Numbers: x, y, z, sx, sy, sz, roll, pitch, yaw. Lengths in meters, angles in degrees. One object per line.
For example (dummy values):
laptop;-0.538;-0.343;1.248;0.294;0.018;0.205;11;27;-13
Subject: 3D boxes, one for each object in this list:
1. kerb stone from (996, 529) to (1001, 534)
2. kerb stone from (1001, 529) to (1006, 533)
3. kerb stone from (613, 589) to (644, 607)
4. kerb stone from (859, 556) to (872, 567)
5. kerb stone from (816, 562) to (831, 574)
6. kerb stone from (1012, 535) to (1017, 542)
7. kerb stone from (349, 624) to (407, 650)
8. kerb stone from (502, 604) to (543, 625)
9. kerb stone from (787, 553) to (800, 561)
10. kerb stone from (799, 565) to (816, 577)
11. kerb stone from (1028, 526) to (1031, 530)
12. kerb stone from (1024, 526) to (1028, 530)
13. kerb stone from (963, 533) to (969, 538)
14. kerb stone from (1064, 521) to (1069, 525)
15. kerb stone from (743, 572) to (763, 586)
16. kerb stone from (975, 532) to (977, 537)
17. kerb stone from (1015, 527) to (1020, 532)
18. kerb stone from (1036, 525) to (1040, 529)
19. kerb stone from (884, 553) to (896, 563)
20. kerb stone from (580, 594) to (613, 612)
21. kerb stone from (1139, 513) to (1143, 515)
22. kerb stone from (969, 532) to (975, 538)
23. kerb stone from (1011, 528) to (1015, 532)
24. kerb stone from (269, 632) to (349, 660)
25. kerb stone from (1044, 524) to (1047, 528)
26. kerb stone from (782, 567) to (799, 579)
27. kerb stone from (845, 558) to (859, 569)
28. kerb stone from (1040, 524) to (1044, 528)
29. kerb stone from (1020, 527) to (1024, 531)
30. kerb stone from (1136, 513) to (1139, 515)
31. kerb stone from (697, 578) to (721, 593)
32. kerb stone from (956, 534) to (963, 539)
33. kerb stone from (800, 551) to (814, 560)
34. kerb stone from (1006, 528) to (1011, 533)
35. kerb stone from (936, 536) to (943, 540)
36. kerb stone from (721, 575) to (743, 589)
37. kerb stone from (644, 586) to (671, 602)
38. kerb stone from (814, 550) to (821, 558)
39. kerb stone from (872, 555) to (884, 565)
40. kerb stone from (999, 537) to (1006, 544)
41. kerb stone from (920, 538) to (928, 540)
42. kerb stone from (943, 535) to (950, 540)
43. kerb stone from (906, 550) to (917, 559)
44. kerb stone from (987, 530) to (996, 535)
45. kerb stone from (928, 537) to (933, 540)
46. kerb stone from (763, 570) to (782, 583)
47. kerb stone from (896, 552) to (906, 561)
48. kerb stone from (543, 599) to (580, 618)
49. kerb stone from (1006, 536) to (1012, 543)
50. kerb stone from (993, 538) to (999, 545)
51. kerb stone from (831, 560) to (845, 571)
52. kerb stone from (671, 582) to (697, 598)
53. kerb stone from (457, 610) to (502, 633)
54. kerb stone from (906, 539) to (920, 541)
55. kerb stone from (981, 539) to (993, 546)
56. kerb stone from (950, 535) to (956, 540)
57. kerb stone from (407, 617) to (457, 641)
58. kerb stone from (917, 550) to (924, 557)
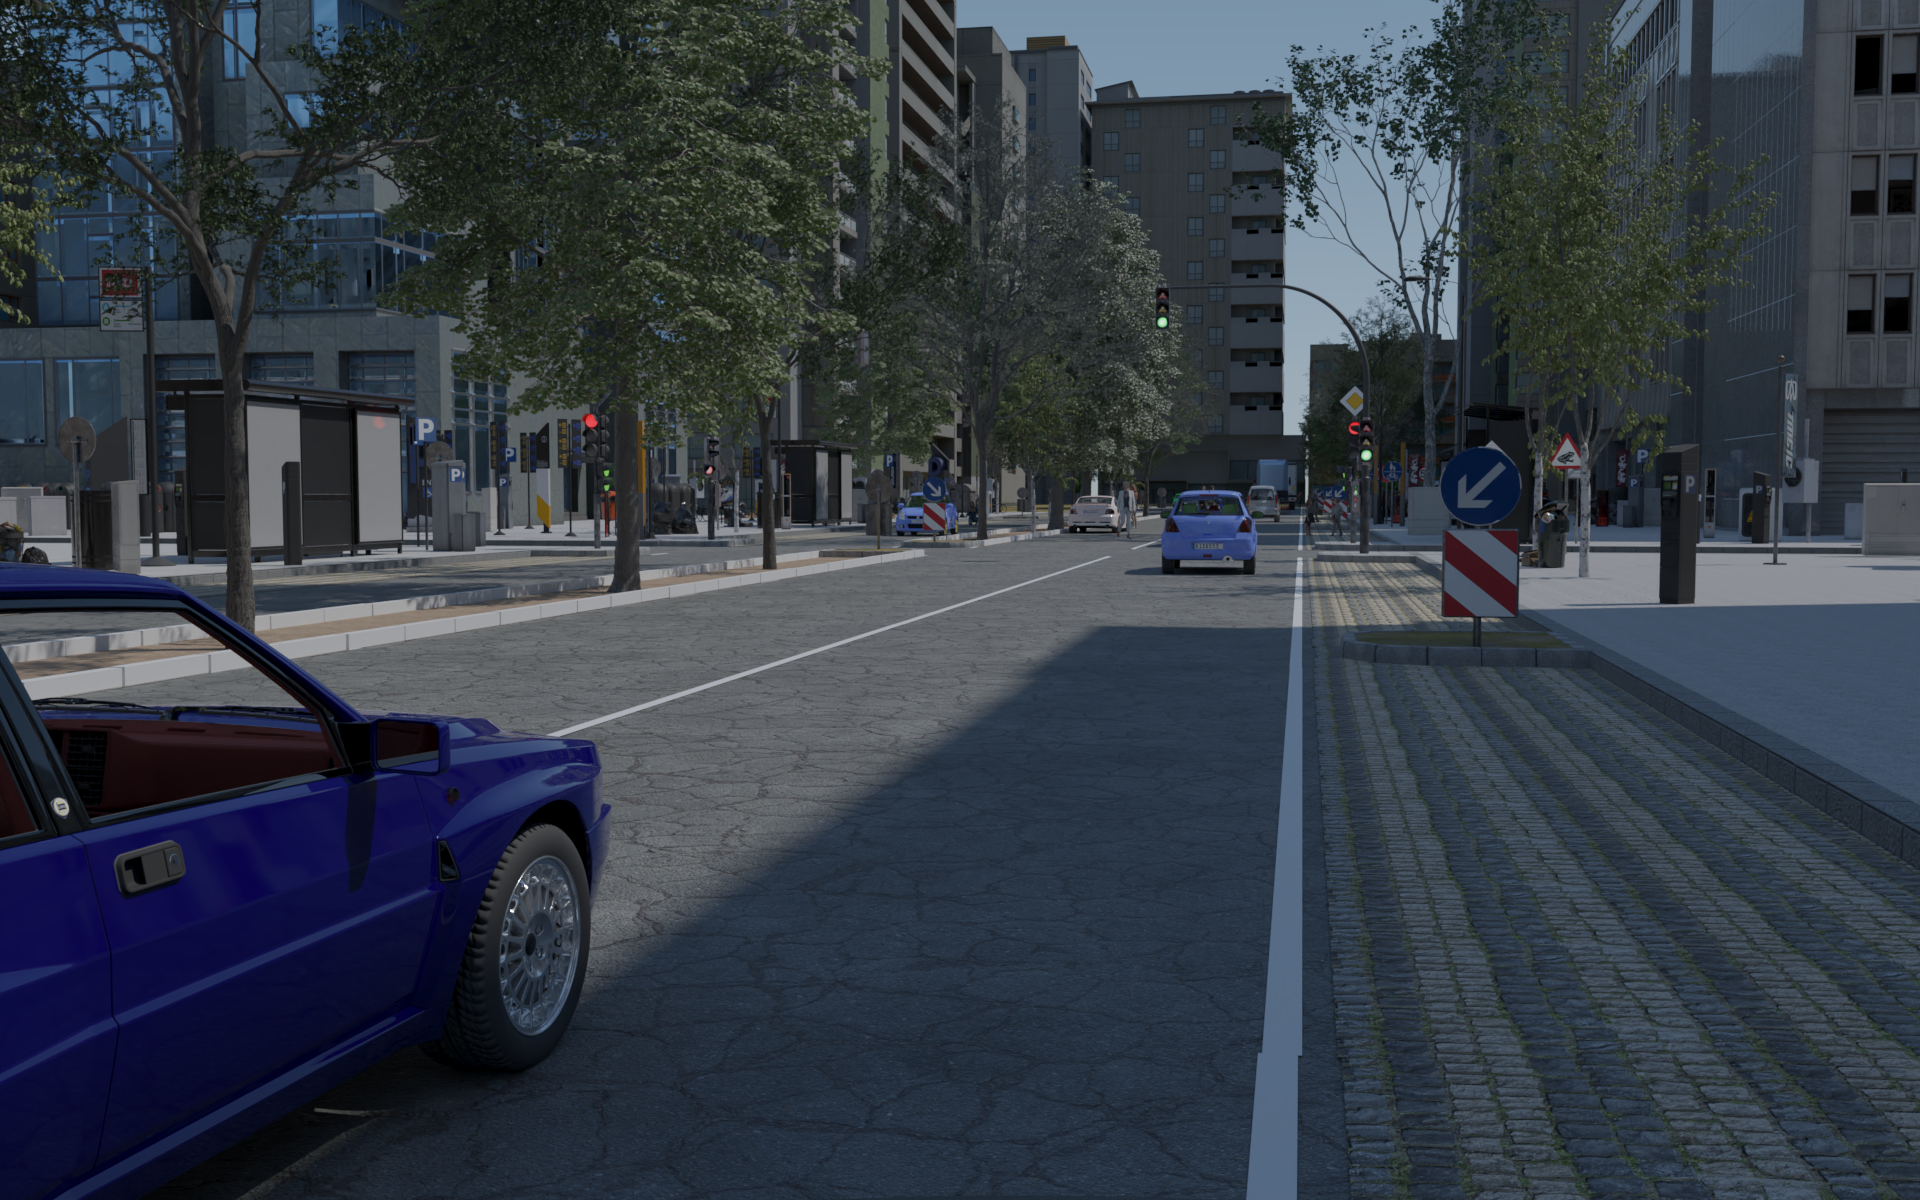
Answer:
kerb stone;1.237;-2.402;61.577;0.120;0.150;1.000;1;4;11
kerb stone;1.431;-2.470;62.581;0.120;0.150;1.000;1;4;11
kerb stone;-4.366;-0.012;22.394;0.120;0.150;1.000;1;4;11
kerb stone;-1.988;-0.749;34.452;0.120;0.150;1.000;1;4;11
kerb stone;-2.582;-0.559;31.434;0.120;0.150;1.000;1;4;11
kerb stone;1.504;-1.829;52.118;0.120;0.150;1.000;1;4;11
kerb stone;-5.555;0.357;16.357;0.120;0.150;1.000;1;4;11
kerb stone;-4.963;0.173;19.369;0.120;0.150;1.000;1;4;11
kerb stone;-3.651;-0.896;36.847;0.120;0.150;1.000;1;4;11
kerb stone;-2.779;-0.496;30.429;0.120;0.150;1.000;1;4;11
kerb stone;2.627;-2.839;68.615;0.120;0.150;1.000;1;4;11
kerb stone;2.433;-2.778;67.611;0.120;0.150;1.000;1;4;11
kerb stone;0.047;-2.038;55.556;0.120;0.150;1.000;1;4;11
kerb stone;5.010;-3.578;80.688;0.120;0.150;1.000;1;4;11
kerb stone;-3.373;-0.320;27.420;0.120;0.150;1.000;1;4;11
kerb stone;0.439;-2.163;57.563;0.120;0.150;1.000;1;4;11
kerb stone;2.027;-2.655;65.599;0.120;0.150;1.000;1;4;11
kerb stone;3.023;-2.962;70.621;0.120;0.150;1.000;1;4;11
kerb stone;-1.585;-0.873;36.463;0.120;0.150;1.000;1;4;11
kerb stone;-4.569;0.051;21.392;0.120;0.150;1.000;1;4;11
kerb stone;12.175;-5.788;116.880;0.120;0.150;1.000;1;4;11
kerb stone;0.247;-2.100;56.559;0.120;0.150;1.000;1;4;11
kerb stone;1.832;-2.587;64.596;0.120;0.150;1.000;1;4;11
kerb stone;-5.769;0.418;15.357;0.120;0.150;1.000;1;4;11
kerb stone;3.428;-3.084;72.630;0.120;0.150;1.000;1;4;11
kerb stone;-2.984;-0.441;29.428;0.120;0.150;1.000;1;4;11
kerb stone;-2.179;-0.688;33.448;0.120;0.150;1.000;1;4;11
kerb stone;3.223;-3.017;71.624;0.120;0.150;1.000;1;4;11
kerb stone;2.230;-2.713;66.608;0.120;0.150;1.000;1;4;11
kerb stone;11.371;-5.542;112.855;0.120;0.150;1.000;1;4;11
kerb stone;-3.771;-0.196;25.411;0.120;0.150;1.000;1;4;11
kerb stone;-0.146;-1.979;54.549;0.120;0.150;1.000;1;4;11
kerb stone;-3.452;-0.957;37.854;0.120;0.150;1.000;1;4;11
kerb stone;1.641;-2.532;63.591;0.120;0.150;1.000;1;4;11
kerb stone;-0.751;-1.794;51.524;0.120;0.150;1.000;1;4;11
kerb stone;-3.572;-0.258;26.417;0.120;0.150;1.000;1;4;11
kerb stone;-4.171;-0.074;23.403;0.120;0.150;1.000;1;4;11
kerb stone;-3.252;-1.015;38.856;0.120;0.150;1.000;1;4;11
kerb stone;-1.794;-0.811;35.463;0.120;0.150;1.000;1;4;11
kerb stone;1.104;-1.707;50.097;0.120;0.150;1.000;1;4;11
kerb stone;-1.150;-1.671;49.517;0.120;0.150;1.000;1;4;11
kerb stone;-0.553;-1.855;52.529;0.120;0.150;1.000;1;4;11
kerb stone;-1.186;-0.992;38.470;0.120;0.150;1.000;1;4;11
kerb stone;1.039;-2.347;60.574;0.120;0.150;1.000;1;4;11
kerb stone;-0.951;-1.727;50.520;0.120;0.150;1.000;1;4;11
kerb stone;-3.169;-0.381;28.421;0.120;0.150;1.000;1;4;11
kerb stone;-1.386;-0.933;37.466;0.120;0.150;1.000;1;4;11
kerb stone;-4.769;0.111;20.381;0.120;0.150;1.000;1;4;11
kerb stone;1.308;-1.764;51.115;0.120;0.150;1.000;1;4;11
kerb stone;0.903;-1.645;49.094;0.120;0.150;1.000;1;4;11
kerb stone;-2.382;-0.626;32.436;0.120;0.150;1.000;1;4;11
kerb stone;-3.967;-0.135;24.404;0.120;0.150;1.000;1;4;11
kerb stone;-5.165;0.238;18.367;0.120;0.150;1.000;1;4;11
kerb stone;-1.350;-1.606;48.501;0.120;0.150;1.000;1;4;11
kerb stone;0.709;-1.583;48.089;0.120;0.150;1.000;1;4;11
kerb stone;-0.347;-1.912;53.540;0.120;0.150;1.000;1;4;11
kerb stone;-5.361;0.295;17.364;0.120;0.150;1.000;1;4;11
kerb stone;-0.981;-1.057;39.476;0.120;0.150;1.000;1;4;11
